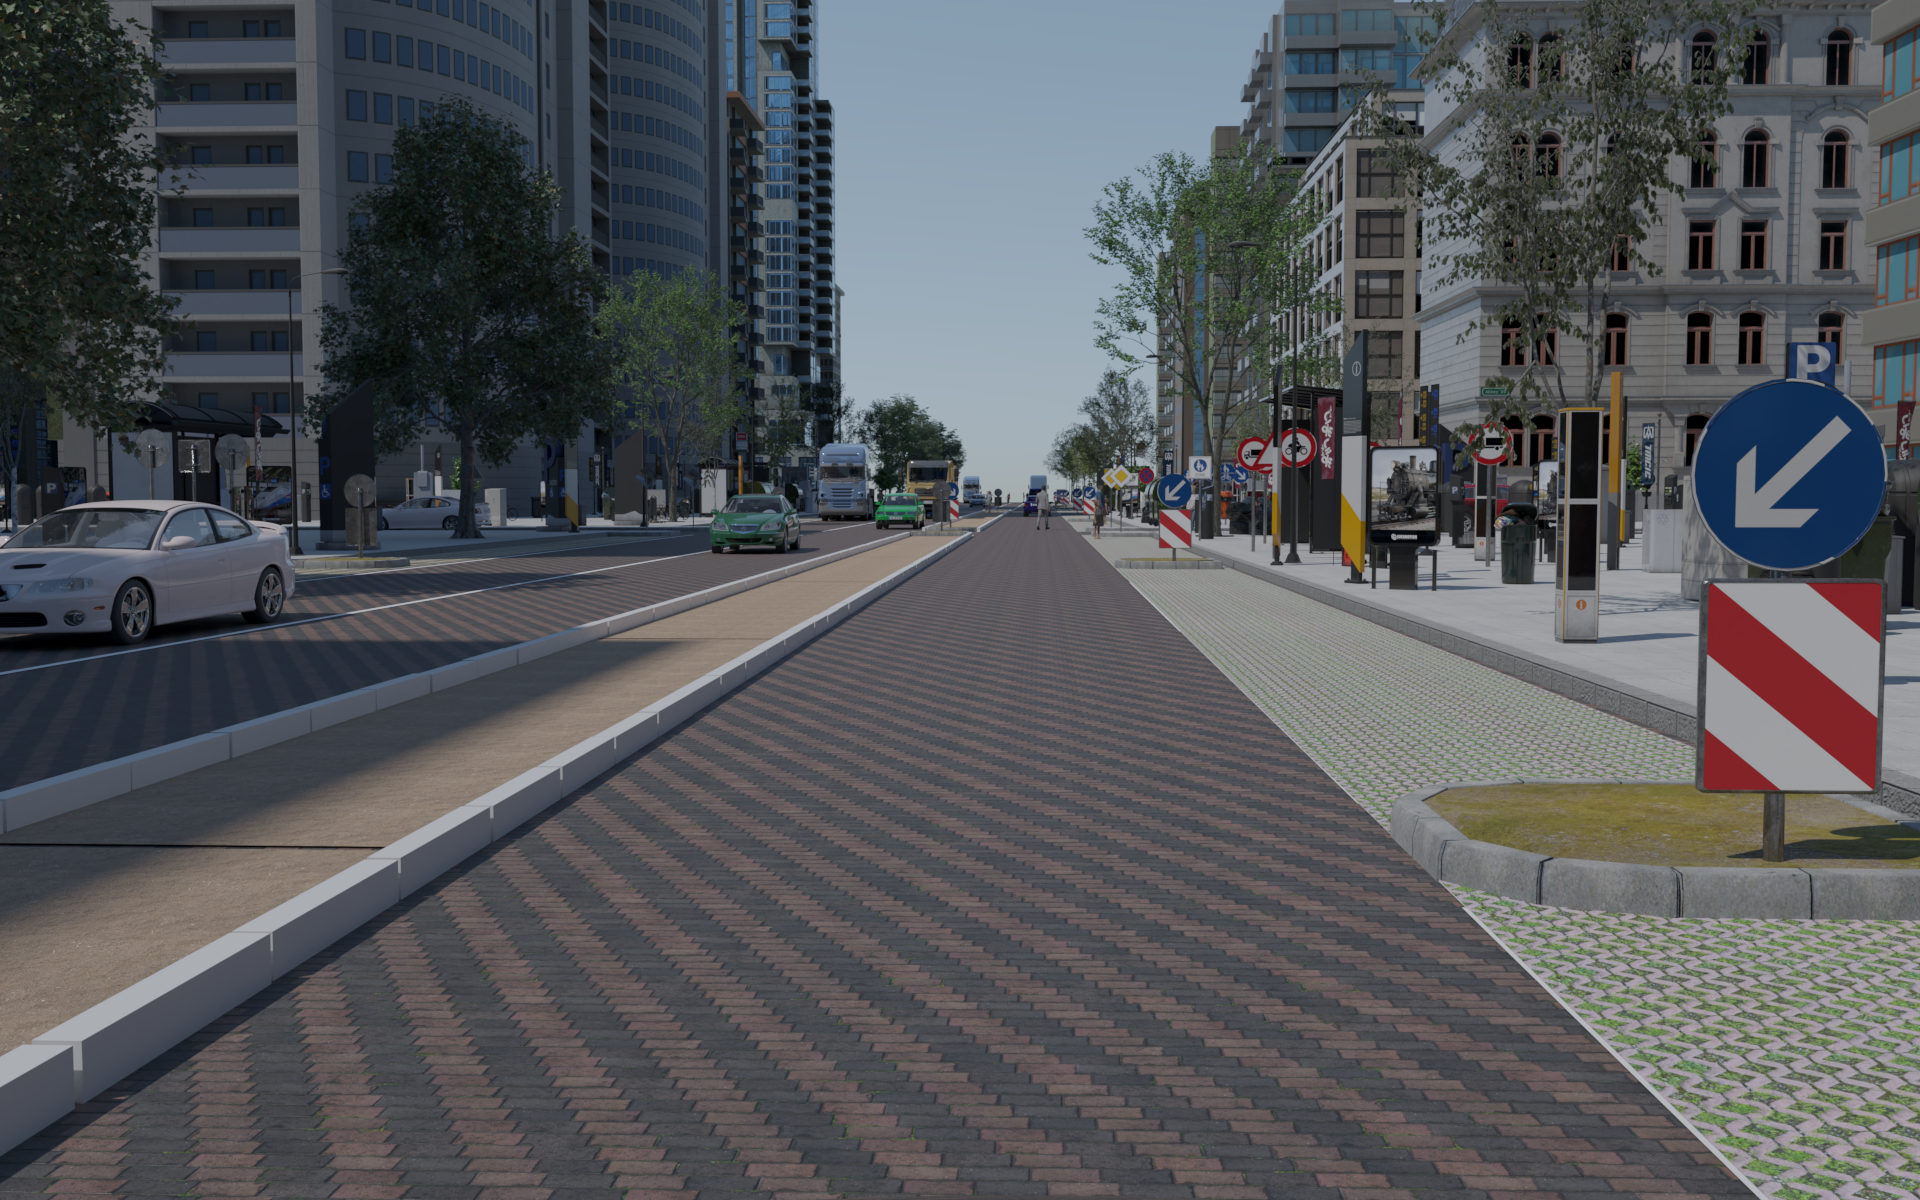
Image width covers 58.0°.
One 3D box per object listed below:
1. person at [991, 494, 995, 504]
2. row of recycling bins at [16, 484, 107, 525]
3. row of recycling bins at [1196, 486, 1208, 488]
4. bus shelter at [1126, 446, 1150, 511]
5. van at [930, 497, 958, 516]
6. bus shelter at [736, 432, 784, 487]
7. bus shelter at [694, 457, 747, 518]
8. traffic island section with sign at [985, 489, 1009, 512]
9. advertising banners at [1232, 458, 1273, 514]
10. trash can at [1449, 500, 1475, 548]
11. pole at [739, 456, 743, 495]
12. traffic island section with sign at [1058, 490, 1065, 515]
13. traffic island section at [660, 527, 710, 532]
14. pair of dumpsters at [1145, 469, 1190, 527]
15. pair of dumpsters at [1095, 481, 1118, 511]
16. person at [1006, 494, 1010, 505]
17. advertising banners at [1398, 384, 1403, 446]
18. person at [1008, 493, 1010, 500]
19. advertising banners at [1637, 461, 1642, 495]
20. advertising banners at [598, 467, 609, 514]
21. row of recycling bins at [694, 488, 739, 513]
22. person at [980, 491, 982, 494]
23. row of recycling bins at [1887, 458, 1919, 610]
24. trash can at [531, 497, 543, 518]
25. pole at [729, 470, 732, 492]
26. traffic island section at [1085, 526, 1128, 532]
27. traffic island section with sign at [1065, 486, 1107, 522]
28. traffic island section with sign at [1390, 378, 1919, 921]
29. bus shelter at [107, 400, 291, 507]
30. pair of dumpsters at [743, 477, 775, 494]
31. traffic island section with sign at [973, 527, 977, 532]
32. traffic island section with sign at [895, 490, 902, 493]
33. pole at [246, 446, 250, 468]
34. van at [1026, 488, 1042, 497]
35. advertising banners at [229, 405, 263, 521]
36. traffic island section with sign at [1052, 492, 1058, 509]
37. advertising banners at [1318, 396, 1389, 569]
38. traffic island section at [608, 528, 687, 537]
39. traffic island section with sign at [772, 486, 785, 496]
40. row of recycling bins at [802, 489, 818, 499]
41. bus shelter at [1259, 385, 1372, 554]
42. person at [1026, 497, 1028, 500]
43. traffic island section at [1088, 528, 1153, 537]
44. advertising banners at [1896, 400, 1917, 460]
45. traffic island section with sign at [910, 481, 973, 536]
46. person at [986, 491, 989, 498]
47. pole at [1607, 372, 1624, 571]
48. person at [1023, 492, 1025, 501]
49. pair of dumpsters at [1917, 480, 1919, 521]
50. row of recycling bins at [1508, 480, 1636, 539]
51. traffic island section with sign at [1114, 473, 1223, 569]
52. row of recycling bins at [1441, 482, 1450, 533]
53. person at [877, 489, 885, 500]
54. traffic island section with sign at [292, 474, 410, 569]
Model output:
[{"bbox_3d":[4.694,-15.461,261.989,1.217,1.736,0.721,-1,4,-12],"label":"person"},{"bbox_3d":[-37.362,-3.961,71.869,3.534,1.692,1.069,-1,4,-22],"label":"row of recycling bins"},{"bbox_3d":[11.848,-5.111,90.673,3.534,1.692,1.069,-2,4,-23],"label":"row of recycling bins"},{"bbox_3d":[13.243,-9.475,132.556,2.179,5.291,8.768,0,4,3],"label":"bus shelter"},{"bbox_3d":[-1.101,-6.596,114.850,2.013,2.044,4.112,0,4,2],"label":"van"},{"bbox_3d":[-13.299,-8.393,114.851,2.179,5.291,8.768,0,4,3],"label":"bus shelter"},{"bbox_3d":[-13.307,-6.279,96.592,2.014,3.302,5.546,0,4,3],"label":"bus shelter"},{"bbox_3d":[3.095,-8.164,141.618,2.006,1.907,1.989,0,4,3],"label":"traffic island section with sign"},{"bbox_3d":[14.288,-5.399,84.460,2.074,3.025,0.090,2,4,24],"label":"advertising banners"},{"bbox_3d":[11.971,-1.796,41.019,0.748,1.137,0.748,0,3,0],"label":"trash can"},{"bbox_3d":[-11.659,-6.014,92.167,0.158,3.312,0.155,0,3,0],"label":"pole"},{"bbox_3d":[7.770,-6.594,116.435,1.989,1.847,2.006,0,4,3],"label":"traffic island section with sign"},{"bbox_3d":[-10.390,-2.757,67.359,2.009,0.180,2.903,0,4,3],"label":"traffic island section"},{"bbox_3d":[8.202,-4.025,68.308,1.574,2.255,4.437,0,4,3],"label":"pair of dumpsters"},{"bbox_3d":[11.066,-7.842,130.706,1.574,2.255,4.437,0,4,3],"label":"pair of dumpsters"},{"bbox_3d":[6.513,-13.712,235.957,1.065,1.426,0.557,3,5,45],"label":"person"},{"bbox_3d":[6.925,-1.890,27.083,0.090,3.025,2.074,1,4,12],"label":"advertising banners"},{"bbox_3d":[7.781,-16.032,272.096,0.415,1.643,0.593,-1,4,-16],"label":"person"},{"bbox_3d":[30.180,-5.009,78.091,2.074,3.025,0.090,-2,4,-26],"label":"advertising banners"},{"bbox_3d":[-23.286,-7.158,113.217,0.090,3.025,2.074,-2,4,-29],"label":"advertising banners"},{"bbox_3d":[-16.259,-6.705,116.747,3.534,1.692,1.069,-2,4,-29],"label":"row of recycling bins"},{"bbox_3d":[2.904,-14.166,240.106,0.705,1.826,1.348,-1,4,-21],"label":"person"},{"bbox_3d":[11.182,-0.809,20.332,1.069,1.692,3.534,1,4,10],"label":"row of recycling bins"},{"bbox_3d":[-22.727,-4.983,93.117,0.748,1.137,0.748,0,3,0],"label":"trash can"},{"bbox_3d":[-17.461,-8.450,131.995,0.158,3.312,0.155,0,3,0],"label":"pole"},{"bbox_3d":[5.834,-2.712,66.616,2.009,0.180,2.903,0,4,3],"label":"traffic island section"},{"bbox_3d":[6.563,-4.947,89.507,1.989,1.847,2.006,0,4,3],"label":"traffic island section with sign"},{"bbox_3d":[2.777,0.116,6.737,1.989,1.847,2.006,0,4,3],"label":"traffic island section with sign"},{"bbox_3d":[-17.683,-2.829,40.185,2.014,3.302,5.546,0,4,3],"label":"bus shelter"},{"bbox_3d":[-11.363,-5.809,97.468,1.574,2.255,4.437,0,4,3],"label":"pair of dumpsters"},{"bbox_3d":[-0.322,-3.573,66.557,2.006,1.907,1.989,0,4,3],"label":"traffic island section with sign"},{"bbox_3d":[-5.863,-9.666,166.674,1.989,1.847,2.006,0,4,3],"label":"traffic island section with sign"},{"bbox_3d":[-29.969,-4.839,72.964,0.158,3.312,0.155,0,3,0],"label":"pole"},{"bbox_3d":[8.286,-11.176,187.109,2.240,2.365,5.245,0,4,2],"label":"van"},{"bbox_3d":[-13.769,-2.282,33.493,0.090,3.025,2.074,0,4,-5],"label":"advertising banners"},{"bbox_3d":[10.074,-9.661,166.583,1.989,1.847,2.006,0,4,3],"label":"traffic island section with sign"},{"bbox_3d":[6.905,-2.094,30.433,0.090,3.025,2.074,-2,4,-25],"label":"advertising banners"},{"bbox_3d":[-10.755,-2.269,59.382,2.009,0.180,2.903,0,4,3],"label":"traffic island section"},{"bbox_3d":[-9.389,-4.942,89.436,1.989,1.847,2.006,0,4,3],"label":"traffic island section with sign"},{"bbox_3d":[-11.459,-7.633,131.910,3.534,1.692,1.069,-2,4,-28],"label":"row of recycling bins"},{"bbox_3d":[8.183,-2.994,40.242,1.731,3.624,6.357,0,4,3],"label":"bus shelter"},{"bbox_3d":[10.342,-15.717,266.945,0.415,1.643,0.593,2,4,26],"label":"person"},{"bbox_3d":[5.470,-2.224,58.639,2.009,0.180,2.903,0,4,3],"label":"traffic island section"},{"bbox_3d":[17.022,-2.199,32.138,2.074,3.025,0.090,-2,4,-26],"label":"advertising banners"},{"bbox_3d":[-0.670,-3.121,59.158,2.006,1.907,1.989,0,4,3],"label":"traffic island section with sign"},{"bbox_3d":[3.740,-13.384,227.192,0.599,1.838,0.709,-1,4,-19],"label":"person"},{"bbox_3d":[10.984,-2.152,29.033,0.158,3.312,0.155,0,3,0],"label":"pole"},{"bbox_3d":[10.434,-16.617,281.009,0.721,1.723,1.217,0,4,1],"label":"person"},{"bbox_3d":[7.852,-0.506,10.770,1.574,2.255,4.437,0,4,3],"label":"pair of dumpsters"},{"bbox_3d":[17.536,-2.608,49.748,3.534,1.692,1.069,0,4,2],"label":"row of recycling bins"},{"bbox_3d":[4.010,-1.531,33.664,1.989,1.847,2.006,0,4,3],"label":"traffic island section with sign"},{"bbox_3d":[15.054,-3.115,58.050,3.534,1.692,1.069,1,4,22],"label":"row of recycling bins"},{"bbox_3d":[-6.525,-8.337,144.770,1.348,1.831,0.705,3,5,43],"label":"person"},{"bbox_3d":[-11.924,-1.546,33.913,1.989,1.847,2.006,0,4,3],"label":"traffic island section with sign"}]
